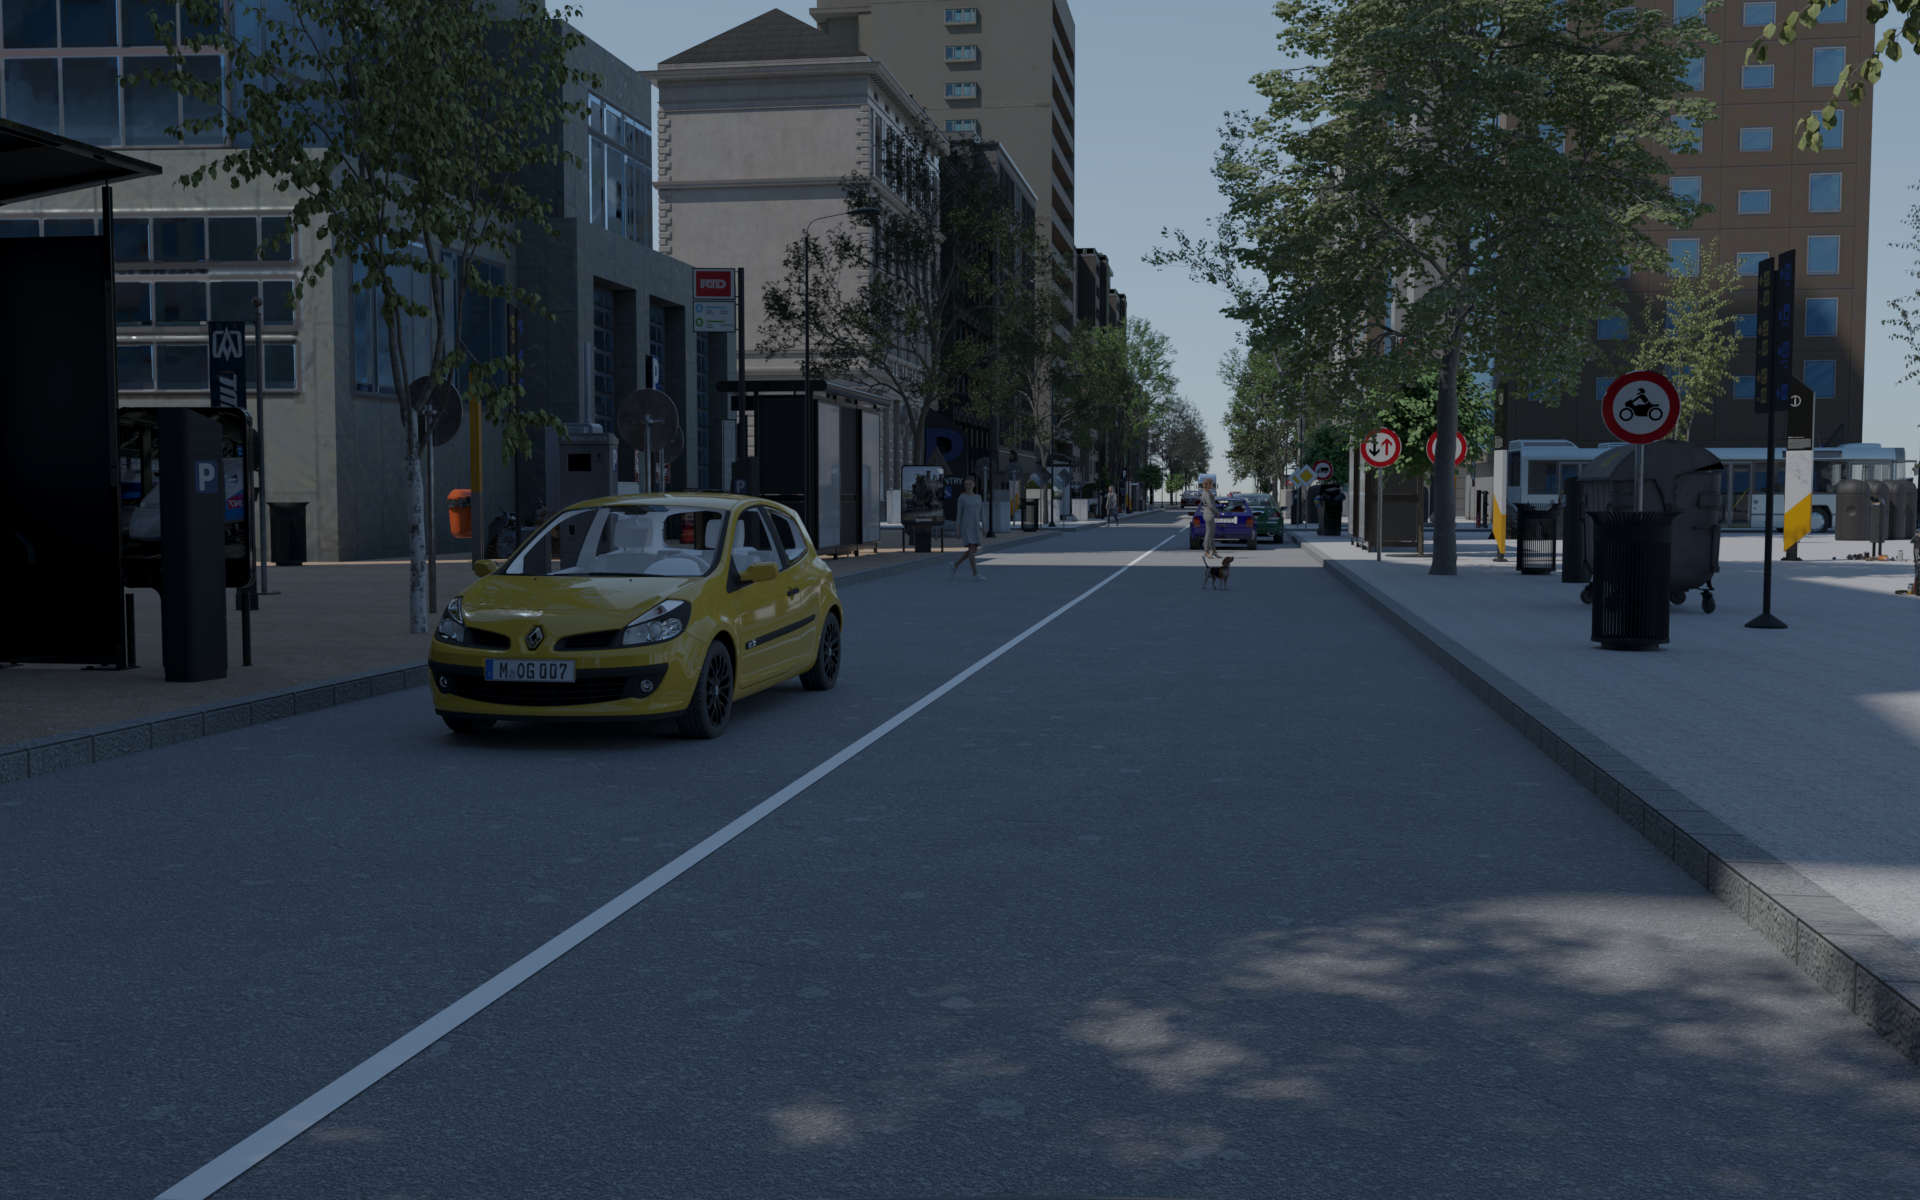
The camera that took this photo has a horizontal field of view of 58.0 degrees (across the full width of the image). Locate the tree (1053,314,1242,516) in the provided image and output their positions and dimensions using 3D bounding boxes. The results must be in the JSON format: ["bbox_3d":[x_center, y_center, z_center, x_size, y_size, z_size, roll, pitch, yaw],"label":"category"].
[{"bbox_3d":[8.985,-10.624,99.463,9.928,11.665,9.643,0,3,0],"label":"tree"}]

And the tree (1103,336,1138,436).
[{"bbox_3d":[3.840,-8.552,74.232,8.767,10.594,7.601,2,4,24],"label":"tree"}]

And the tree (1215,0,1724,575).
[{"bbox_3d":[8.064,-6.657,26.974,7.486,12.596,7.792,0,3,0],"label":"tree"}]

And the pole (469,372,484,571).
[{"bbox_3d":[-8.098,-2.150,29.002,0.158,3.312,0.155,0,3,0],"label":"pole"}]

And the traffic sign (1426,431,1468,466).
[{"bbox_3d":[9.412,-2.045,33.540,0.768,2.556,0.104,1,4,14],"label":"traffic sign"}]

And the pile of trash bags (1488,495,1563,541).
[{"bbox_3d":[16.223,-2.343,48.065,1.912,1.369,3.447,-1,4,-15],"label":"pile of trash bags"}]

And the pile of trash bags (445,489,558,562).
[{"bbox_3d":[-8.650,-1.489,34.102,1.912,1.369,3.447,2,4,33],"label":"pile of trash bags"}]

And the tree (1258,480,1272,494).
[{"bbox_3d":[40.193,-14.154,226.014,1.663,3.219,1.824,0,3,0],"label":"tree"}]

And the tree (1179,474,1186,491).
[{"bbox_3d":[29.420,-15.485,236.896,4.285,4.588,4.351,0,3,0],"label":"tree"}]

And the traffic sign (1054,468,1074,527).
[{"bbox_3d":[4.031,-3.882,67.114,0.795,2.450,0.064,1,4,9],"label":"traffic sign"}]

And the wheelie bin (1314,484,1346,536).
[{"bbox_3d":[11.436,-2.780,53.355,0.980,1.594,0.693,-1,4,-11],"label":"wheelie bin"}]

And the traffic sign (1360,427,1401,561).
[{"bbox_3d":[8.020,-2.016,33.069,0.768,2.556,0.104,1,4,15],"label":"traffic sign"}]

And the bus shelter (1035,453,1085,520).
[{"bbox_3d":[5.101,-5.757,88.049,2.014,3.302,5.546,1,4,9],"label":"bus shelter"}]

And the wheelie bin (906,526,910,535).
[{"bbox_3d":[-1.239,-2.810,53.846,0.693,1.594,0.980,2,4,31],"label":"wheelie bin"}]

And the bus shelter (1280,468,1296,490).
[{"bbox_3d":[25.788,-8.631,135.041,2.014,3.302,5.546,1,4,9],"label":"bus shelter"}]

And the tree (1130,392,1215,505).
[{"bbox_3d":[26.205,-18.527,213.287,12.009,13.543,11.850,0,3,0],"label":"tree"}]

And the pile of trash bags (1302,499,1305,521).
[{"bbox_3d":[17.399,-4.403,81.742,3.447,1.369,1.912,1,4,13],"label":"pile of trash bags"}]

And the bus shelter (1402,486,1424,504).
[{"bbox_3d":[12.621,-3.668,51.258,1.731,3.624,6.357,1,4,9],"label":"bus shelter"}]

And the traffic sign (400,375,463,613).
[{"bbox_3d":[-5.676,-1.129,18.569,0.768,2.556,0.104,1,4,16],"label":"traffic sign"}]

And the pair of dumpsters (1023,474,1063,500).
[{"bbox_3d":[3.882,-4.826,81.401,1.574,2.255,4.437,1,4,9],"label":"pair of dumpsters"}]

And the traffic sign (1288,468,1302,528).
[{"bbox_3d":[12.811,-3.795,65.697,0.795,2.450,0.064,1,4,9],"label":"traffic sign"}]

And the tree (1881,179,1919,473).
[{"bbox_3d":[22.390,-5.375,38.252,4.360,8.622,3.978,0,3,0],"label":"tree"}]

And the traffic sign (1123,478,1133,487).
[{"bbox_3d":[12.655,-7.994,130.808,0.768,2.556,0.104,1,4,17],"label":"traffic sign"}]

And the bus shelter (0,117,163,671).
[{"bbox_3d":[-7.051,-1.123,9.640,1.731,3.624,6.357,1,4,9],"label":"bus shelter"}]

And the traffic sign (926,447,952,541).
[{"bbox_3d":[-0.656,-2.913,47.639,0.884,2.594,0.081,1,4,16],"label":"traffic sign"}]

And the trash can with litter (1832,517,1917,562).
[{"bbox_3d":[17.906,-1.388,33.744,1.678,1.210,2.233,1,4,16],"label":"trash can with litter"}]

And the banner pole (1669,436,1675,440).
[{"bbox_3d":[26.963,-4.624,65.627,0.863,3.779,0.401,-3,5,-43],"label":"banner pole"}]

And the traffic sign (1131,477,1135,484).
[{"bbox_3d":[13.040,-8.061,131.802,0.884,2.594,0.081,1,4,14],"label":"traffic sign"}]

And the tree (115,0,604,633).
[{"bbox_3d":[-5.024,-3.985,15.520,4.737,8.622,4.395,0,3,0],"label":"tree"}]

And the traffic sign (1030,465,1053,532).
[{"bbox_3d":[2.772,-3.400,59.229,0.795,2.450,0.064,1,4,9],"label":"traffic sign"}]

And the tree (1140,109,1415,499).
[{"bbox_3d":[15.795,-14.097,86.383,12.611,20.169,13.585,0,3,0],"label":"tree"}]

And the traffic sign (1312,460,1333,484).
[{"bbox_3d":[13.498,-3.939,64.507,0.768,2.556,0.104,1,4,13],"label":"traffic sign"}]

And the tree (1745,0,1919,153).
[{"bbox_3d":[4.999,-3.524,7.978,4.737,8.622,4.395,0,3,0],"label":"tree"}]

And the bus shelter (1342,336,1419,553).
[{"bbox_3d":[10.371,-3.923,41.778,2.179,5.291,8.768,1,4,9],"label":"bus shelter"}]

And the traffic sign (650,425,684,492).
[{"bbox_3d":[-4.950,-1.755,28.800,0.768,2.556,0.104,1,4,19],"label":"traffic sign"}]

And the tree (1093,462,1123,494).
[{"bbox_3d":[8.832,-6.813,105.999,1.663,3.219,1.824,0,3,0],"label":"tree"}]

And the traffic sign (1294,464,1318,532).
[{"bbox_3d":[11.552,-3.313,57.811,0.795,2.450,0.064,1,4,9],"label":"traffic sign"}]

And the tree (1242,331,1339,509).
[{"bbox_3d":[20.179,-11.211,109.049,9.928,11.665,9.643,0,3,0],"label":"tree"}]

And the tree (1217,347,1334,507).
[{"bbox_3d":[22.948,-12.757,125.584,9.611,12.733,9.660,0,3,0],"label":"tree"}]

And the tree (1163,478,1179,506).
[{"bbox_3d":[22.686,-11.819,187.842,1.663,3.219,1.824,0,3,0],"label":"tree"}]

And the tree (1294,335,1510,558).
[{"bbox_3d":[9.456,-3.170,35.548,4.285,4.588,4.351,0,3,0],"label":"tree"}]

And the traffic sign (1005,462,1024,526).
[{"bbox_3d":[2.141,-4.187,68.559,0.768,2.556,0.104,1,4,18],"label":"traffic sign"}]

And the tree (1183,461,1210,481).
[{"bbox_3d":[39.901,-22.322,299.375,7.601,10.594,8.767,-2,4,-25],"label":"tree"}]

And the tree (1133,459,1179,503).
[{"bbox_3d":[17.370,-10.596,156.957,4.285,4.588,4.351,0,3,0],"label":"tree"}]

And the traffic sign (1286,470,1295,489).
[{"bbox_3d":[18.204,-5.767,94.295,0.884,2.594,0.081,1,4,11],"label":"traffic sign"}]

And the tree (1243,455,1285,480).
[{"bbox_3d":[41.600,-18.612,238.723,8.767,10.594,7.601,-3,5,-42],"label":"tree"}]

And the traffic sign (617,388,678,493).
[{"bbox_3d":[-3.775,-1.273,20.920,0.768,2.556,0.104,1,4,9],"label":"traffic sign"}]

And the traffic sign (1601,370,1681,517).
[{"bbox_3d":[7.001,-1.086,17.868,0.768,2.556,0.104,1,4,17],"label":"traffic sign"}]

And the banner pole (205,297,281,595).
[{"bbox_3d":[-9.148,-1.961,22.082,0.863,3.779,0.401,0,4,-1],"label":"banner pole"}]

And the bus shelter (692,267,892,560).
[{"bbox_3d":[-3.246,-3.404,33.293,2.179,5.291,8.768,1,4,9],"label":"bus shelter"}]

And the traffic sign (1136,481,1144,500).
[{"bbox_3d":[14.245,-8.263,137.228,0.606,2.300,0.079,1,4,17],"label":"traffic sign"}]

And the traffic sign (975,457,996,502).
[{"bbox_3d":[0.874,-3.670,60.117,0.768,2.556,0.104,1,4,18],"label":"traffic sign"}]

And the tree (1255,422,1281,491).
[{"bbox_3d":[27.969,-12.551,155.573,4.360,8.622,3.978,0,3,0],"label":"tree"}]
